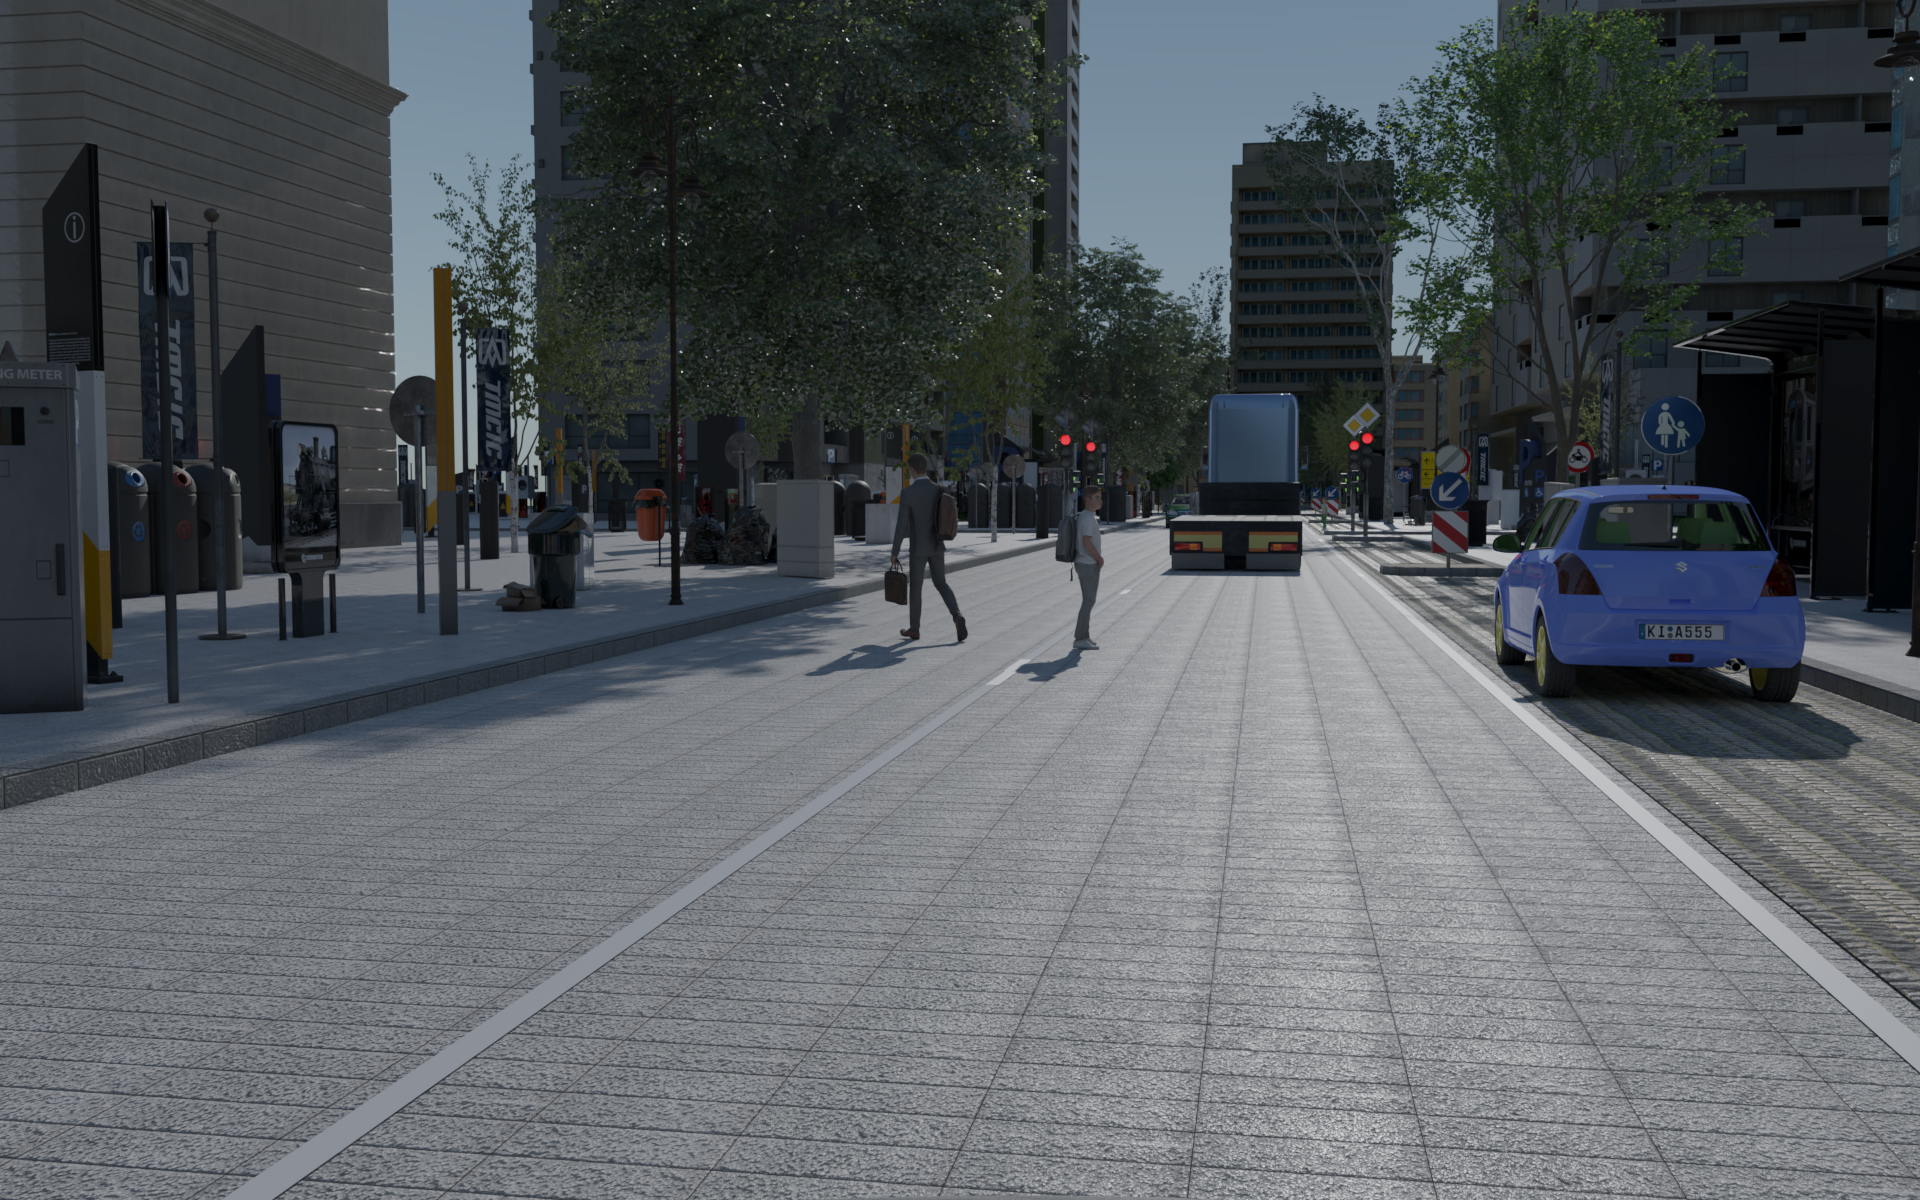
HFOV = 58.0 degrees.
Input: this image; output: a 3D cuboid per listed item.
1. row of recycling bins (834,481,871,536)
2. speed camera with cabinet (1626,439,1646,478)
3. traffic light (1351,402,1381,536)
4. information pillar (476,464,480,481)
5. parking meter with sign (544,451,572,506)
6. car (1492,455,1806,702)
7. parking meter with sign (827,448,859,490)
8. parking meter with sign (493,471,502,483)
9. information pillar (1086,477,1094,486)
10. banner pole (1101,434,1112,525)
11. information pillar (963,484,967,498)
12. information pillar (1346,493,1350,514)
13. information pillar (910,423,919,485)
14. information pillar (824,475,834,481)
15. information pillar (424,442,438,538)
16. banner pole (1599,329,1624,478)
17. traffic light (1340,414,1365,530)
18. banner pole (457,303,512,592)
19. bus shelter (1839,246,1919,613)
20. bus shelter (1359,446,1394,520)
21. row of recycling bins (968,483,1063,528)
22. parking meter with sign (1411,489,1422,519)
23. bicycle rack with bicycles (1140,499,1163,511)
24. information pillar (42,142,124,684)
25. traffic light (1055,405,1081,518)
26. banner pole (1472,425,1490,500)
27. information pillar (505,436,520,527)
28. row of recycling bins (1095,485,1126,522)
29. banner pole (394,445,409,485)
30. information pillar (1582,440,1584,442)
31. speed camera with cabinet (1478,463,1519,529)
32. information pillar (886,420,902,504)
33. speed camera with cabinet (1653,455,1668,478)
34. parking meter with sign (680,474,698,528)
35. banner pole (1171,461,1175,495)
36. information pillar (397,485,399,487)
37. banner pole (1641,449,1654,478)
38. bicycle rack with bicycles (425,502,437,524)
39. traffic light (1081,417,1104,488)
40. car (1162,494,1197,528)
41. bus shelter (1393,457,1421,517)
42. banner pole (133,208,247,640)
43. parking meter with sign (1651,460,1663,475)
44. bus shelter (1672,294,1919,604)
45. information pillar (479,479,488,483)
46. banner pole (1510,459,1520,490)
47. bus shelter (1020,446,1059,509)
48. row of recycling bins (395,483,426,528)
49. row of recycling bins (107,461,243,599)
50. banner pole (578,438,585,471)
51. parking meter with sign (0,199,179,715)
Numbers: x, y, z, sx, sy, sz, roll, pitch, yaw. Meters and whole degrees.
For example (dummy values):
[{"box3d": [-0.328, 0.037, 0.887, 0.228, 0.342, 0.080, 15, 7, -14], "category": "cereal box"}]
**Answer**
[{"box3d": [-4.269, -2.890, 54.359, 3.534, 1.692, 1.069, 2, 4, 34], "category": "row of recycling bins"}, {"box3d": [23.802, -4.194, 62.912, 2.038, 3.252, 0.660, 1, 4, 22], "category": "speed camera with cabinet"}, {"box3d": [12.453, -3.929, 53.154, 0.839, 4.253, 0.868, 1, 4, 10], "category": "traffic light"}, {"box3d": [-37.190, -8.719, 133.914, 0.504, 3.616, 0.183, 0, 4, 6], "category": "information pillar"}, {"box3d": [-16.035, -4.531, 70.339, 0.543, 3.016, 1.738, 2, 4, 33], "category": "parking meter with sign"}, {"box3d": [5.132, -0.226, 13.279, 1.945, 1.707, 3.694, 1, 4, 10], "category": "car"}, {"box3d": [-4.253, -4.313, 66.781, 1.738, 3.016, 0.543, -3, 5, -39], "category": "parking meter with sign"}, {"box3d": [-27.769, -6.510, 102.699, 0.543, 3.016, 1.738, 1, 4, 9], "category": "parking meter with sign"}, {"box3d": [5.462, -4.187, 72.948, 0.304, 2.012, 0.304, 1, 4, 9], "category": "information pillar"}, {"box3d": [6.045, -5.014, 71.988, 0.401, 3.779, 0.863, 2, 4, 31], "category": "banner pole"}, {"box3d": [0.365, -7.400, 125.484, 0.304, 2.012, 0.304, 1, 4, 9], "category": "information pillar"}, {"box3d": [24.808, -6.488, 110.572, 0.304, 2.012, 0.304, 0, 4, 3], "category": "information pillar"}, {"box3d": [-1.557, -3.983, 56.477, 0.504, 3.616, 0.183, -2, 4, -26], "category": "information pillar"}, {"box3d": [-5.124, -3.868, 67.731, 0.304, 2.012, 0.304, -2, 4, -24], "category": "information pillar"}, {"box3d": [-15.534, -3.647, 50.988, 0.183, 3.616, 0.504, 2, 4, 34], "category": "information pillar"}, {"box3d": [10.010, -2.241, 26.660, 0.401, 3.779, 0.863, 0, 4, -3], "category": "banner pole"}, {"box3d": [13.846, -4.410, 61.018, 0.839, 4.253, 0.868, 1, 4, 10], "category": "traffic light"}, {"box3d": [-6.336, -2.016, 22.981, 0.863, 3.779, 0.401, -2, 4, -33], "category": "banner pole"}, {"box3d": [9.798, -1.490, 15.642, 1.731, 3.624, 6.357, 1, 4, 10], "category": "bus shelter"}, {"box3d": [20.884, -5.884, 87.483, 1.731, 3.624, 6.357, 1, 4, 10], "category": "bus shelter"}, {"box3d": [2.059, -3.573, 65.528, 3.534, 1.692, 1.069, 0, 4, 1], "category": "row of recycling bins"}, {"box3d": [24.093, -5.673, 89.011, 1.738, 3.016, 0.543, 2, 4, 33], "category": "parking meter with sign"}, {"box3d": [14.087, -6.899, 126.175, 2.852, 0.926, 2.925, 2, 4, 29], "category": "bicycle rack with bicycles"}, {"box3d": [-5.979, -1.247, 11.748, 0.504, 3.616, 0.183, 2, 4, 26], "category": "information pillar"}, {"box3d": [3.380, -4.026, 54.739, 0.839, 4.253, 0.868, 1, 4, 10], "category": "traffic light"}, {"box3d": [18.781, -4.443, 62.658, 0.863, 3.779, 0.401, -1, 4, -19], "category": "banner pole"}, {"box3d": [-17.214, -4.600, 66.566, 0.504, 3.616, 0.183, -3, 4, -38], "category": "information pillar"}, {"box3d": [7.203, -4.541, 81.360, 1.069, 1.692, 3.534, 0, 4, -3], "category": "row of recycling bins"}, {"box3d": [-24.911, -5.322, 77.039, 0.863, 3.779, 0.401, 0, 4, 6], "category": "banner pole"}, {"box3d": [26.777, -5.095, 74.652, 0.183, 3.616, 0.504, 1, 4, 9], "category": "information pillar"}, {"box3d": [20.141, -4.260, 63.988, 0.660, 3.252, 2.038, -2, 4, -31], "category": "speed camera with cabinet"}, {"box3d": [-2.023, -3.745, 52.592, 0.504, 3.616, 0.183, 0, 4, 3], "category": "information pillar"}, {"box3d": [32.220, -5.290, 80.825, 0.660, 3.252, 2.038, -2, 4, -25], "category": "speed camera with cabinet"}, {"box3d": [-9.819, -4.283, 66.286, 1.738, 3.016, 0.543, -2, 4, -25], "category": "parking meter with sign"}, {"box3d": [16.157, -8.888, 135.330, 0.863, 3.779, 0.401, -2, 4, -24], "category": "banner pole"}, {"box3d": [-43.726, -7.995, 135.208, 0.304, 2.012, 0.304, -2, 4, -25], "category": "information pillar"}, {"box3d": [37.970, -6.453, 95.529, 0.401, 3.779, 0.863, -3, 5, -45], "category": "banner pole"}, {"box3d": [-23.118, -3.742, 74.568, 2.852, 0.926, 2.925, 0, 4, 3], "category": "bicycle rack with bicycles"}, {"box3d": [4.772, -4.507, 62.602, 0.839, 4.253, 0.868, 1, 4, 10], "category": "traffic light"}, {"box3d": [9.761, -3.818, 74.229, 2.131, 1.459, 4.920, 1, 4, 8], "category": "car"}, {"box3d": [24.464, -6.250, 96.119, 2.014, 3.302, 5.546, 1, 4, 10], "category": "bus shelter"}, {"box3d": [-6.772, -1.542, 15.221, 0.863, 3.779, 0.401, -1, 4, -8], "category": "banner pole"}, {"box3d": [35.428, -5.662, 88.831, 0.543, 3.016, 1.738, 0, 4, 2], "category": "parking meter with sign"}, {"box3d": [11.390, -1.993, 23.876, 1.731, 3.624, 6.357, 1, 4, 10], "category": "bus shelter"}, {"box3d": [-22.679, -4.772, 82.521, 0.304, 2.012, 0.304, -3, 5, -44], "category": "information pillar"}, {"box3d": [39.404, -8.148, 123.244, 0.863, 3.779, 0.401, 1, 4, 20], "category": "banner pole"}, {"box3d": [2.981, -4.995, 75.586, 2.014, 3.302, 5.546, 1, 4, 10], "category": "bus shelter"}, {"box3d": [-21.643, -3.725, 68.016, 1.069, 1.692, 3.534, -1, 4, -22], "category": "row of recycling bins"}, {"box3d": [-10.390, -0.902, 21.859, 1.069, 1.692, 3.534, 1, 4, 11], "category": "row of recycling bins"}, {"box3d": [-16.721, -5.295, 76.594, 0.401, 3.779, 0.863, 1, 4, 12], "category": "banner pole"}, {"box3d": [-5.589, -0.854, 10.221, 1.738, 3.016, 0.543, -1, 4, -23], "category": "parking meter with sign"}]
